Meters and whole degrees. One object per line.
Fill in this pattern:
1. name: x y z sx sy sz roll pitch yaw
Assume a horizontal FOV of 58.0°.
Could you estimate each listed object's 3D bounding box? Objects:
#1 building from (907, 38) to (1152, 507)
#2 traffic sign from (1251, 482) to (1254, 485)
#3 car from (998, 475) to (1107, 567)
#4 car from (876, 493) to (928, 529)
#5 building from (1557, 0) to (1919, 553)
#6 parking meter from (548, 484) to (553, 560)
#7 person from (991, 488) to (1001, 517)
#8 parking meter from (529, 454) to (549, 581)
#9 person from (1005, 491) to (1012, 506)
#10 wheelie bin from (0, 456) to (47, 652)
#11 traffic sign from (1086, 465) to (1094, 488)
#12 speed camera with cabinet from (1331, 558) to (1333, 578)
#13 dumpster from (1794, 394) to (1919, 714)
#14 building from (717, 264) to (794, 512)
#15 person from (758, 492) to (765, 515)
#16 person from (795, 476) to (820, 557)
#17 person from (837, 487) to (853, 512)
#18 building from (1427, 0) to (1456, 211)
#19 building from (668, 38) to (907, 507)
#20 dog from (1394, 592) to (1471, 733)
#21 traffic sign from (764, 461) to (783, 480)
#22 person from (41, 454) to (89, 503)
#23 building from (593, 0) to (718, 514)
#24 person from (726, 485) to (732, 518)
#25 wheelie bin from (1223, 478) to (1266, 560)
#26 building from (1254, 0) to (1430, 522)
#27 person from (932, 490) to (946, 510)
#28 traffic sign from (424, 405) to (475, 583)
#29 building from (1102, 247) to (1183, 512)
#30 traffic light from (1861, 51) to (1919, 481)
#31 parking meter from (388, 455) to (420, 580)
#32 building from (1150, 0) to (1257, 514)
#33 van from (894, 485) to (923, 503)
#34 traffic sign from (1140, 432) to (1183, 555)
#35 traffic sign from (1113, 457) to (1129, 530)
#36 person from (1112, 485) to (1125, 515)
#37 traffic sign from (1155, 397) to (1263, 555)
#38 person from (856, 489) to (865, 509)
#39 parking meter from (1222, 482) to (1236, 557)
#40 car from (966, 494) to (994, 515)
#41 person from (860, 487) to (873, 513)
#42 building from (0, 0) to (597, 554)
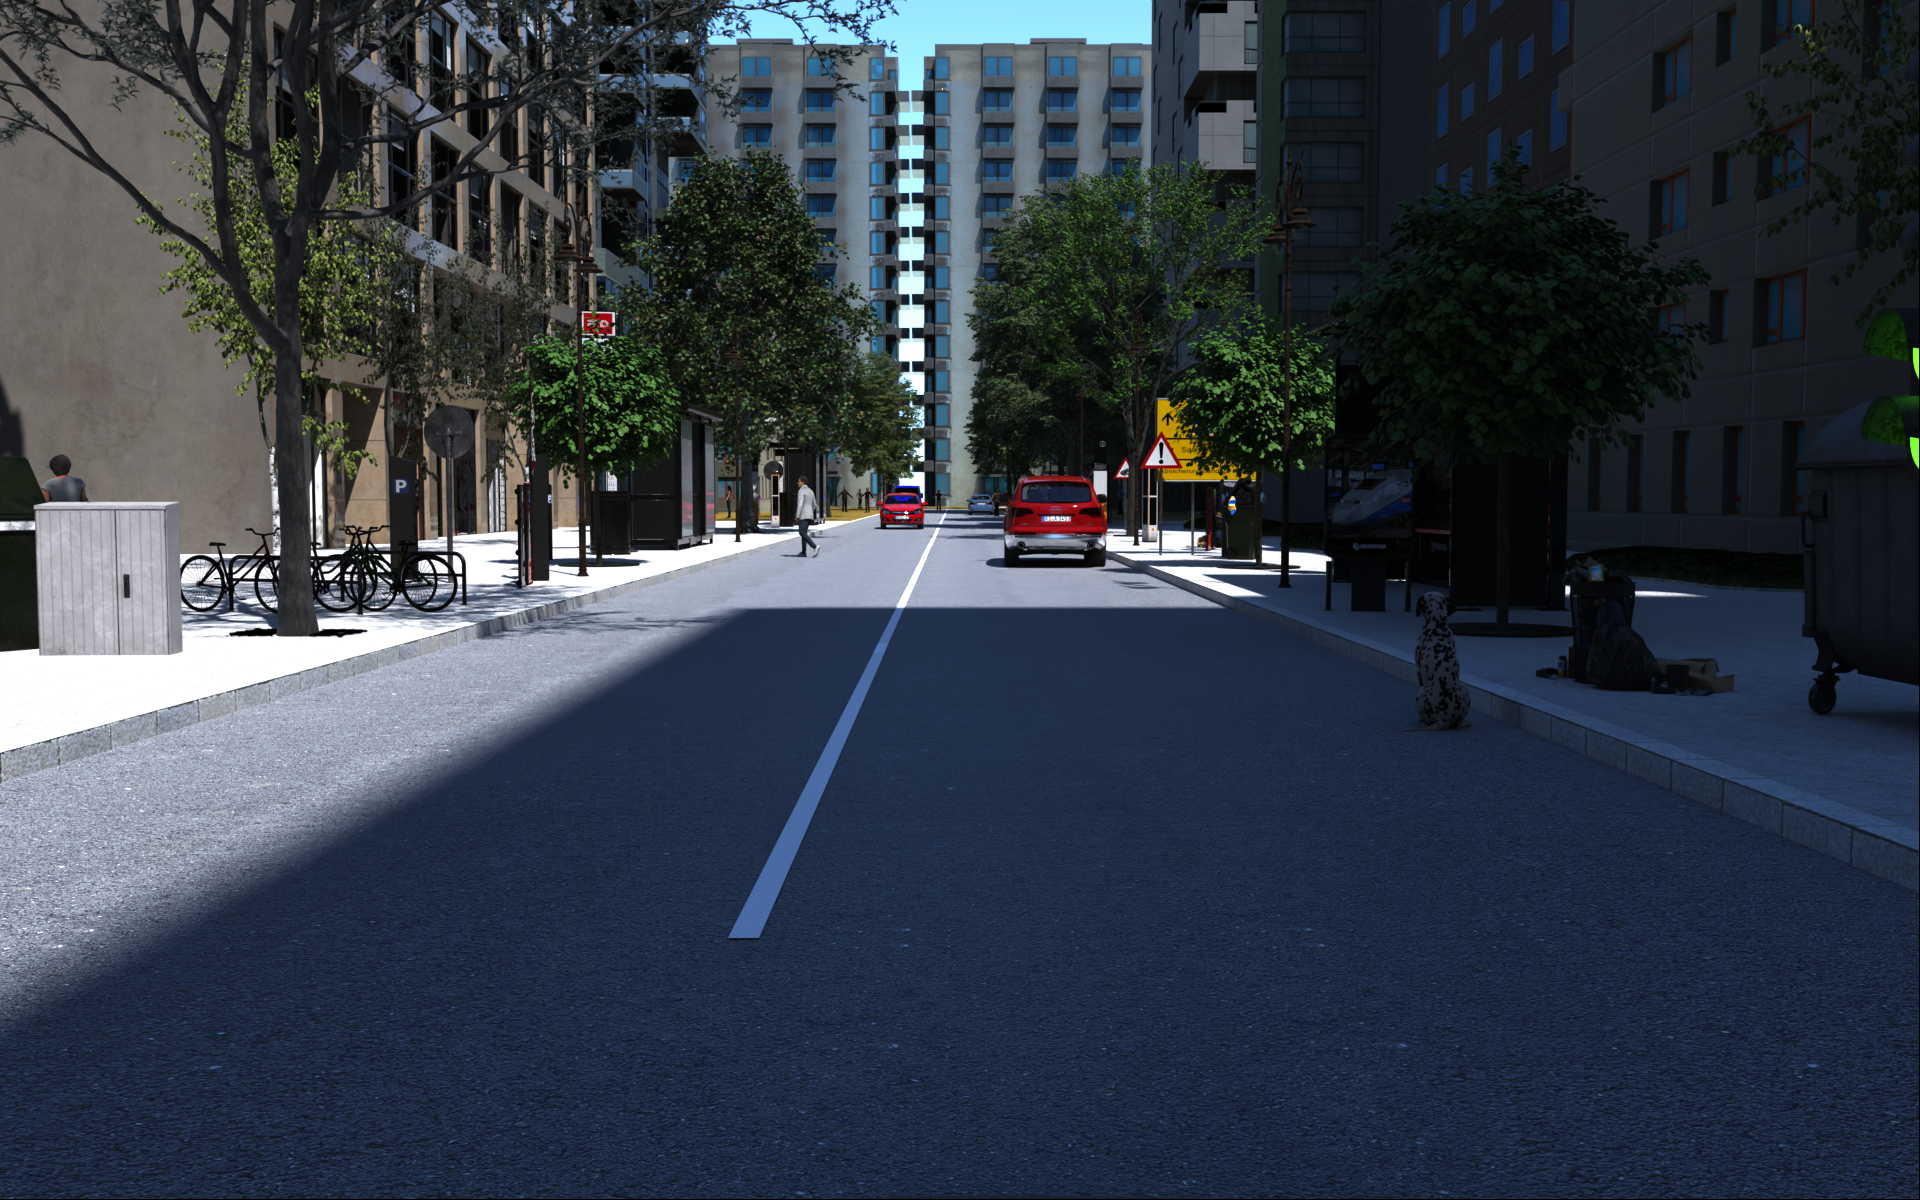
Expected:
1. building: 10.190 -34.576 184.931 30.456 49.044 23.786 0 4 0
2. traffic sign: 6.549 -2.371 38.767 0.884 2.594 0.081 0 4 8
3. car: 1.923 -1.656 35.753 2.281 1.827 5.304 0 4 2
4. car: -2.413 -3.847 71.939 2.155 1.783 4.494 0 4 -2
5. building: 28.189 -11.059 25.862 28.899 21.520 27.650 0 4 0
6. parking meter: -8.148 -1.552 33.792 0.372 1.533 0.369 0 3 0
7. person: 2.347 -6.190 109.717 0.705 1.823 1.348 3 5 42
8. parking meter: -6.248 -1.223 25.701 0.255 1.863 0.399 -1 4 -17
9. person: 4.315 -9.091 154.778 1.348 1.812 0.705 -3 4 -36
10. wheelie bin: -7.984 -0.387 14.232 0.693 1.594 0.980 2 4 31
11. traffic sign: 5.901 -4.692 76.722 0.884 2.594 0.081 0 4 3
12. speed camera with cabinet: 6.043 -1.973 26.590 0.660 3.252 2.038 1 4 14
13. dumpster: 5.537 -0.219 9.343 1.264 1.857 1.865 0 4 0
14. building: -28.807 -17.811 136.254 28.899 21.520 27.650 0 4 0
15. person: -12.308 -5.866 105.179 0.991 1.433 0.599 1 4 14
16. person: -3.446 -1.892 39.279 0.795 1.843 0.661 2 4 28
17. person: -8.252 -7.221 124.133 1.348 1.821 0.705 -2 4 -33
18. building: 22.305 -24.416 49.314 14.600 45.320 14.200 0 4 0
19. building: -20.520 -34.586 185.084 30.456 49.044 23.786 0 4 0
20. dog: 2.870 0.378 10.658 0.513 0.831 0.800 3 5 45
21. traffic sign: -7.176 -4.069 66.626 0.768 2.556 0.104 0 4 2
22. person: -11.284 -0.953 21.985 0.716 1.782 0.532 -3 5 -41
23. building: -24.969 -47.878 95.470 22.319 86.520 31.000 0 4 0
24. person: -12.264 -5.170 91.288 0.721 1.735 1.217 0 4 -6
25. wheelie bin: 5.598 -1.596 34.003 0.693 1.594 0.980 2 4 29
26. building: 19.754 -23.908 74.490 14.154 41.232 14.086 0 4 0
27. person: -1.890 -8.981 155.353 1.348 1.822 0.705 1 4 14
28. traffic sign: -7.327 -1.513 24.838 0.768 2.556 0.104 0 4 8
29. building: 25.794 -17.789 135.890 27.650 21.520 28.899 0 4 0
30. traffic light: 4.027 -1.091 6.758 0.839 4.253 0.868 0 4 0
31. parking meter: -8.316 -1.237 25.939 0.399 1.863 0.255 0 4 -2
32. building: 26.591 -31.632 106.418 28.713 52.752 27.495 0 4 0
33. van: -3.647 -7.093 120.357 2.240 2.365 5.245 0 3 0
34. traffic sign: 4.202 -2.215 36.218 0.884 2.594 0.081 0 4 4
35. traffic sign: 5.831 -3.732 61.027 0.884 2.594 0.081 0 4 1
36. person: 9.977 -6.240 108.053 0.705 1.826 1.348 -2 4 -29
37. traffic sign: 5.233 -2.604 36.449 2.265 3.308 0.079 0 4 6
38. person: -8.802 -8.979 153.564 0.721 1.735 1.217 3 5 39
39. parking meter: 5.508 -1.638 35.190 0.372 1.533 0.369 0 3 0
40. car: 1.437 -6.506 118.377 2.014 1.417 4.499 0 4 1
41. person: -6.465 -6.930 119.868 1.217 1.766 0.721 -3 5 -42
42. building: -24.297 -15.202 53.068 19.350 26.468 34.151 0 4 0
